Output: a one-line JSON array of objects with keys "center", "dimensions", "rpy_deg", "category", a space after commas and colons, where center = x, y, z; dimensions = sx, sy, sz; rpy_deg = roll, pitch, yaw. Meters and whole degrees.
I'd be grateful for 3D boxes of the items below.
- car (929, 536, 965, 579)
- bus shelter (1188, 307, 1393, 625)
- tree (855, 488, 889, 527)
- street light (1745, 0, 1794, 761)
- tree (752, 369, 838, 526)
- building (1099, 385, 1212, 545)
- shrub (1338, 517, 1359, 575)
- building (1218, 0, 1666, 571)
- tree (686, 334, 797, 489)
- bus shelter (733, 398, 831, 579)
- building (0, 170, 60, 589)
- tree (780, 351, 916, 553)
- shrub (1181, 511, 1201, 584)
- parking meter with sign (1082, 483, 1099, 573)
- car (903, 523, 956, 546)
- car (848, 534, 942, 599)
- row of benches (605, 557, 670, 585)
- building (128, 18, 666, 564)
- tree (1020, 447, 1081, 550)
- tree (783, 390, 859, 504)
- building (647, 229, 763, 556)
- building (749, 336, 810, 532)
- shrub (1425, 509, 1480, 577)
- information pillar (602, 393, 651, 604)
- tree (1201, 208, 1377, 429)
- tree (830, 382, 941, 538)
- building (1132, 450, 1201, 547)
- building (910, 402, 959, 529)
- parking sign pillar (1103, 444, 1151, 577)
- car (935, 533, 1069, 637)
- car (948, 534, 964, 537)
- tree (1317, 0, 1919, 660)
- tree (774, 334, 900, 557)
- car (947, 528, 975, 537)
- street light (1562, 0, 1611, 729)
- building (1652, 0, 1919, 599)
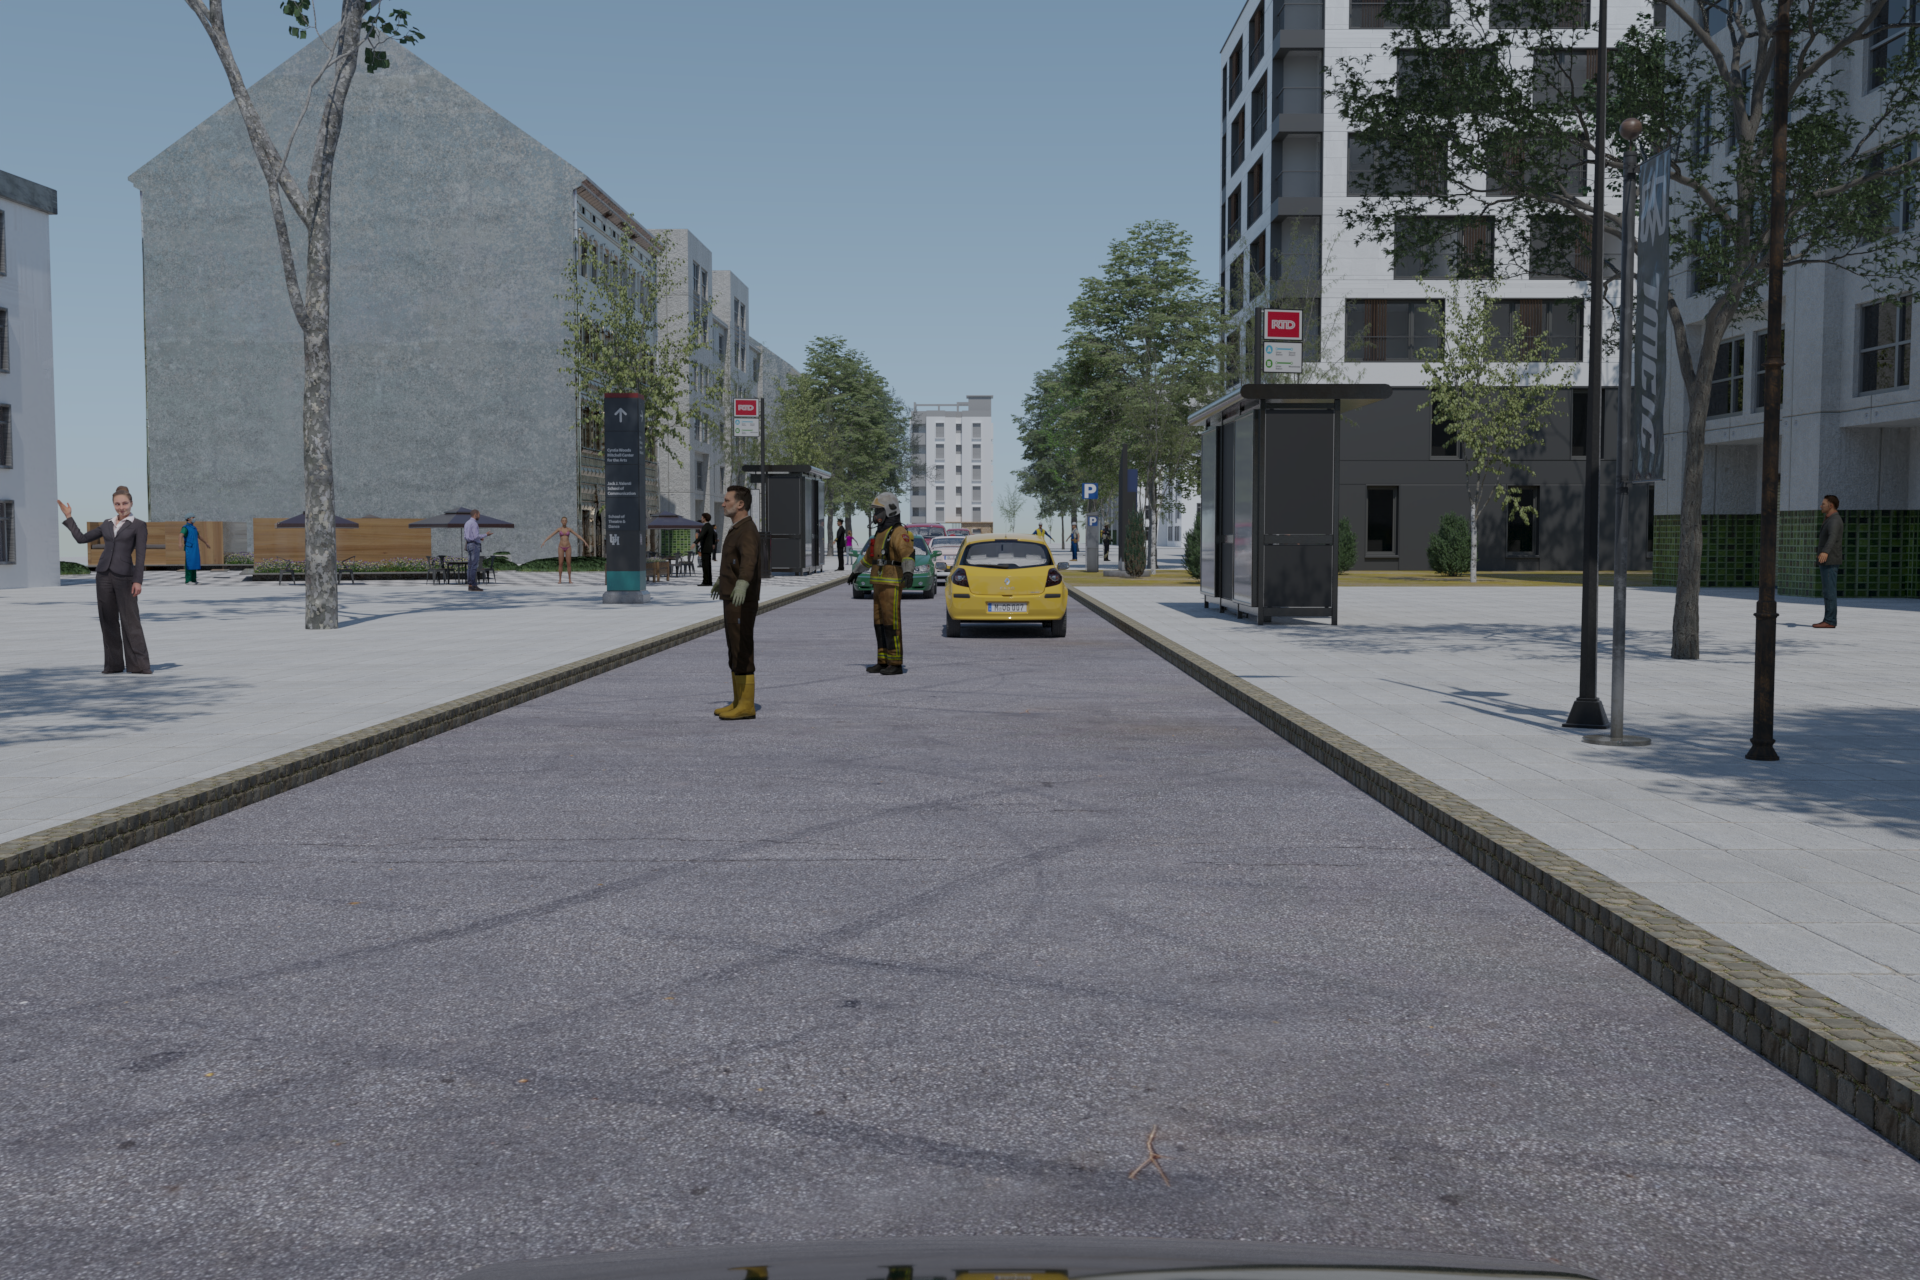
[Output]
[{"center": [-0.145, -2.264, 49.373], "dimensions": [2.083, 1.381, 4.827], "rpy_deg": [0, 4, 1], "category": "car"}, {"center": [5.012, -3.106, 28.423], "dimensions": [2.179, 5.291, 8.768], "rpy_deg": [0, 4, 0], "category": "bus shelter"}, {"center": [-7.506, -12.078, 147.844], "dimensions": [4.360, 8.622, 3.978], "rpy_deg": [0, 3, 0], "category": "tree"}, {"center": [4.572, -2.257, 9.691], "dimensions": [0.468, 5.910, 1.993], "rpy_deg": [0, 4, 1], "category": "street light"}, {"center": [-7.428, -7.761, 77.258], "dimensions": [4.737, 8.622, 4.395], "rpy_deg": [0, 3, 0], "category": "tree"}, {"center": [26.455, -21.133, 211.976], "dimensions": [16.747, 18.905, 31.486], "rpy_deg": [0, 4, 1], "category": "building"}, {"center": [11.707, -3.052, 54.321], "dimensions": [1.690, 2.028, 1.600], "rpy_deg": [0, 3, 0], "category": "shrub"}, {"center": [24.950, -14.190, 75.980], "dimensions": [27.936, 21.610, 32.646], "rpy_deg": [0, 4, 0], "category": "building"}, {"center": [-8.634, -6.997, 64.764], "dimensions": [4.360, 8.622, 3.978], "rpy_deg": [0, 3, 0], "category": "tree"}, {"center": [-5.518, -4.657, 53.778], "dimensions": [2.179, 5.291, 8.768], "rpy_deg": [0, 4, 1], "category": "bus shelter"}, {"center": [-23.116, -5.282, 28.503], "dimensions": [9.099, 9.664, 28.070], "rpy_deg": [0, 4, 1], "category": "building"}, {"center": [-7.808, -13.014, 119.437], "dimensions": [9.857, 13.997, 8.962], "rpy_deg": [0, 3, 0], "category": "tree"}, {"center": [6.509, -2.482, 44.624], "dimensions": [1.661, 2.075, 1.752], "rpy_deg": [0, 3, 0], "category": "shrub"}, {"center": [4.435, -3.802, 58.421], "dimensions": [0.543, 3.016, 1.738], "rpy_deg": [0, 4, 0], "category": "parking meter with sign"}, {"center": [-1.275, -3.199, 60.975], "dimensions": [2.281, 1.827, 5.304], "rpy_deg": [0, 4, 0], "category": "car"}, {"center": [-1.464, -1.718, 39.889], "dimensions": [2.131, 1.459, 4.920], "rpy_deg": [0, 4, 0], "category": "car"}, {"center": [-8.391, -1.828, 45.357], "dimensions": [1.422, 0.672, 4.104], "rpy_deg": [0, 4, 5], "category": "row of benches"}, {"center": [-25.345, -15.384, 82.456], "dimensions": [19.493, 23.208, 18.063], "rpy_deg": [0, 4, 1], "category": "building"}, {"center": [8.623, -12.708, 142.185], "dimensions": [8.767, 10.594, 7.601], "rpy_deg": [1, 4, 21], "category": "tree"}, {"center": [-7.244, -8.470, 88.847], "dimensions": [4.360, 8.622, 3.978], "rpy_deg": [0, 3, 0], "category": "tree"}, {"center": [-23.732, -15.297, 116.571], "dimensions": [16.747, 18.905, 31.486], "rpy_deg": [0, 4, 1], "category": "building"}, {"center": [-24.666, -20.468, 165.587], "dimensions": [19.493, 23.208, 18.063], "rpy_deg": [0, 4, 1], "category": "building"}, {"center": [14.805, -2.915, 52.081], "dimensions": [1.690, 2.028, 1.600], "rpy_deg": [0, 3, 0], "category": "shrub"}, {"center": [-6.199, -2.613, 32.104], "dimensions": [0.750, 3.857, 0.750], "rpy_deg": [0, 3, 0], "category": "information pillar"}, {"center": [7.180, -5.470, 39.804], "dimensions": [4.360, 8.622, 3.978], "rpy_deg": [0, 3, 0], "category": "tree"}, {"center": [-6.960, -13.572, 132.272], "dimensions": [12.009, 13.543, 11.850], "rpy_deg": [0, 3, 0], "category": "tree"}, {"center": [22.312, -14.613, 181.074], "dimensions": [9.099, 9.664, 28.070], "rpy_deg": [0, 4, 1], "category": "building"}, {"center": [-6.598, -23.309, 239.986], "dimensions": [11.380, 20.090, 16.016], "rpy_deg": [0, 4, 3], "category": "building"}, {"center": [5.045, -3.901, 52.255], "dimensions": [1.447, 3.967, 1.447], "rpy_deg": [0, 3, 0], "category": "parking sign pillar"}, {"center": [0.635, -0.931, 25.446], "dimensions": [2.015, 1.641, 3.980], "rpy_deg": [0, 4, 0], "category": "car"}, {"center": [-0.380, -5.354, 97.318], "dimensions": [2.009, 1.686, 4.222], "rpy_deg": [0, 4, 1], "category": "car"}, {"center": [7.213, -5.068, 17.273], "dimensions": [8.767, 10.594, 7.601], "rpy_deg": [3, 5, 42], "category": "tree"}, {"center": [-7.058, -11.058, 98.931], "dimensions": [7.486, 12.596, 7.792], "rpy_deg": [0, 3, 0], "category": "tree"}, {"center": [-0.136, -6.472, 114.486], "dimensions": [2.281, 1.827, 5.304], "rpy_deg": [0, 4, 0], "category": "car"}, {"center": [4.724, -2.374, 11.357], "dimensions": [1.470, 5.913, 1.316], "rpy_deg": [0, 4, 0], "category": "street light"}, {"center": [25.444, -9.806, 26.782], "dimensions": [16.747, 18.905, 31.486], "rpy_deg": [0, 4, 1], "category": "building"}]
